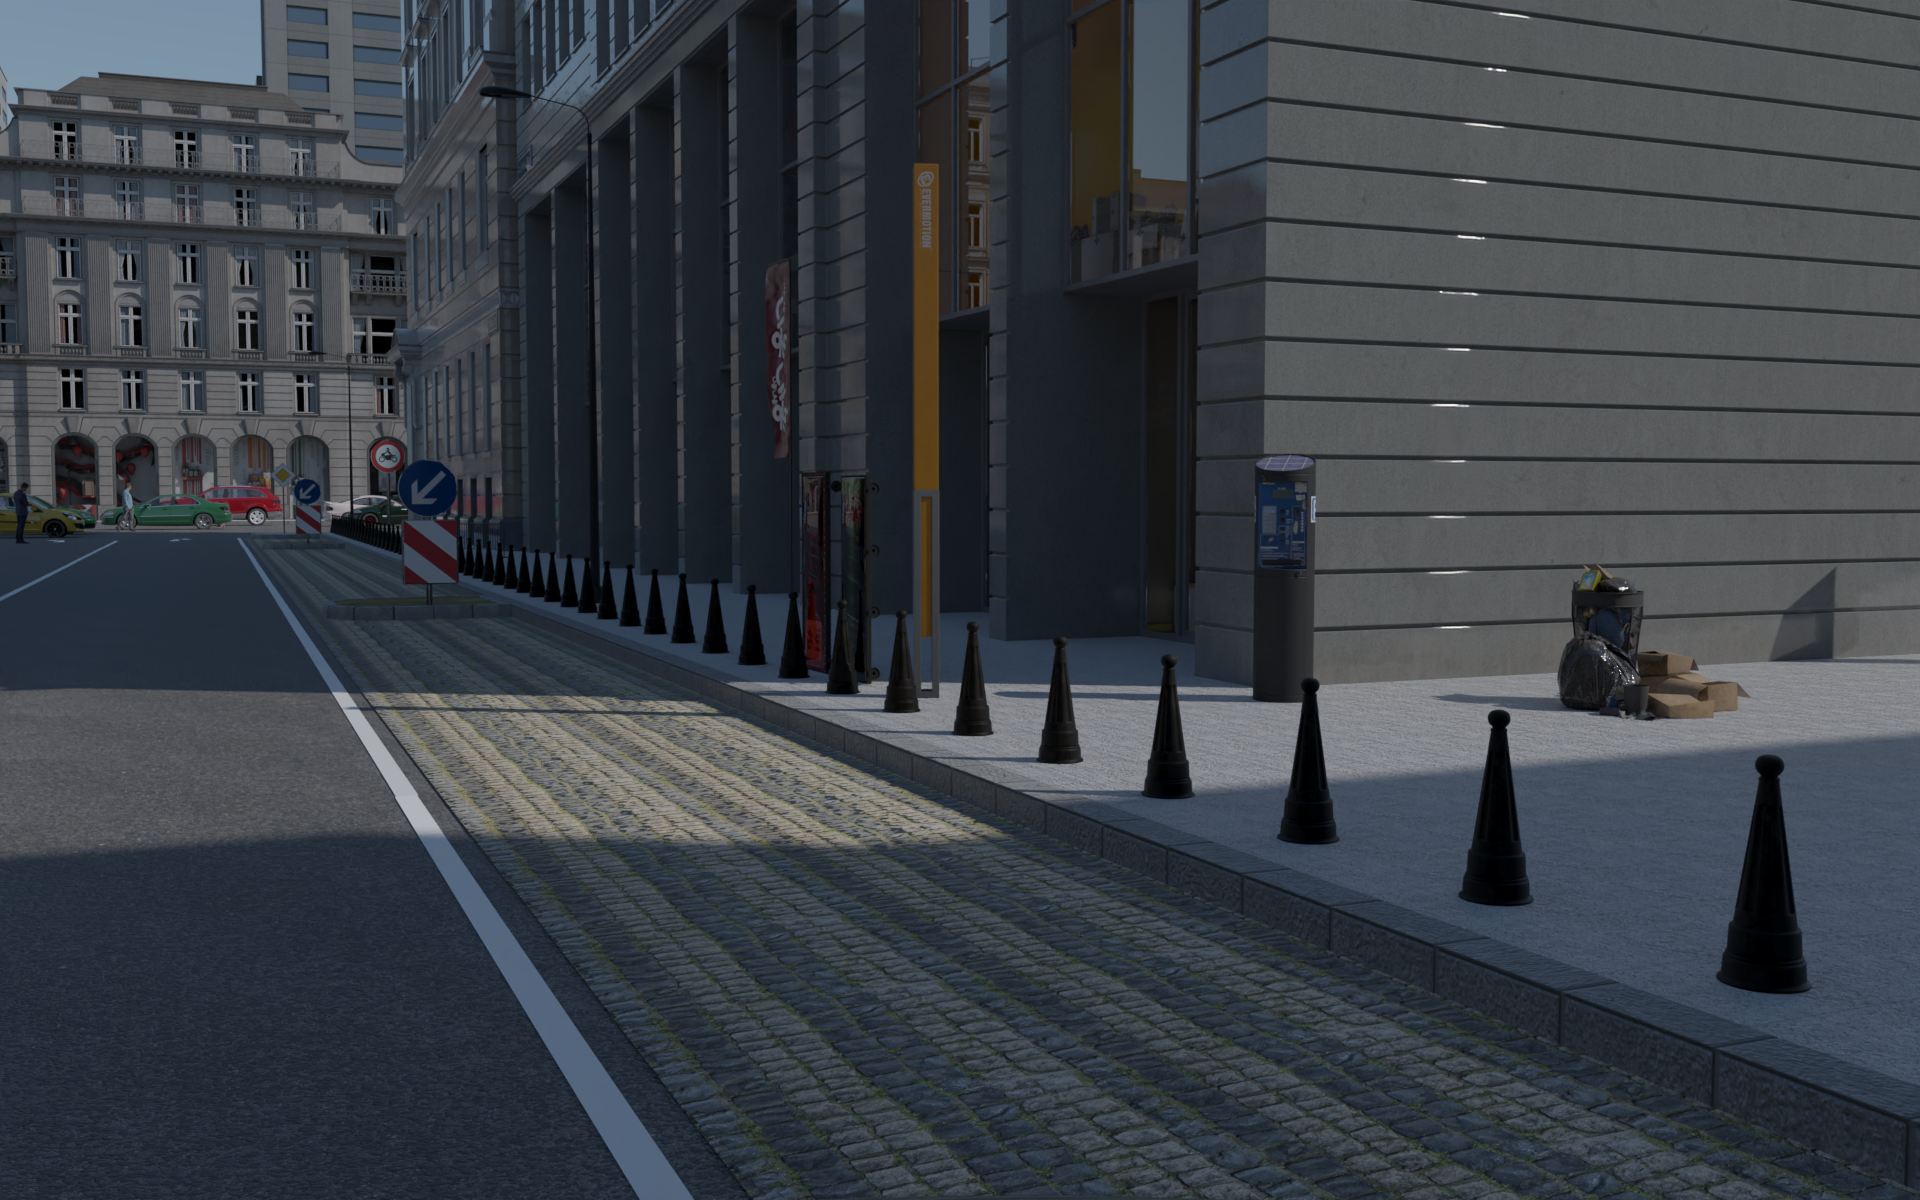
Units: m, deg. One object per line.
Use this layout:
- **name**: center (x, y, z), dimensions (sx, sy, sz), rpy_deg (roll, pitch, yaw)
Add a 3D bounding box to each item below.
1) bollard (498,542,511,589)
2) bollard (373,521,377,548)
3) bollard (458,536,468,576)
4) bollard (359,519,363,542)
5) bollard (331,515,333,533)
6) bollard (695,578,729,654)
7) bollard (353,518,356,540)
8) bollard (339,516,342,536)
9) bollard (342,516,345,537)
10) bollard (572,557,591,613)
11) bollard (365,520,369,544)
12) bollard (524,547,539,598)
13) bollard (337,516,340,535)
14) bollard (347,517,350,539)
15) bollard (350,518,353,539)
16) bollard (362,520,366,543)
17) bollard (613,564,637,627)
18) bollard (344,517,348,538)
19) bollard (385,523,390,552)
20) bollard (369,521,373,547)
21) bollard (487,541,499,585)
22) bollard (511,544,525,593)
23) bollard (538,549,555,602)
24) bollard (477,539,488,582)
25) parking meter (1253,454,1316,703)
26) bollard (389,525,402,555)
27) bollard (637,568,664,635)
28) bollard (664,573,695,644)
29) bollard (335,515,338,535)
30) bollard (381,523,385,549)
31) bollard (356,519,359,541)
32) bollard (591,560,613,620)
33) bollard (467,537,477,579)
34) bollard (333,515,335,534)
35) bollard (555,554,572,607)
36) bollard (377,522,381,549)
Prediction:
- **bollard**: center (-6.076, -0.453, 23.452), dimensions (0.229, 0.601, 0.229), rpy_deg (0, 3, 0)
- **bollard**: center (-13.850, -1.552, 41.415), dimensions (0.229, 0.601, 0.229), rpy_deg (0, 3, 0)
- **bollard**: center (-7.709, -0.684, 27.232), dimensions (0.229, 0.601, 0.229), rpy_deg (0, 3, 0)
- **bollard**: center (-15.494, -1.785, 45.224), dimensions (0.229, 0.601, 0.229), rpy_deg (0, 3, 0)
- **bollard**: center (-20.011, -2.423, 55.649), dimensions (0.229, 0.601, 0.229), rpy_deg (0, 3, 0)
- **bollard**: center (-1.980, 0.125, 13.997), dimensions (0.229, 0.601, 0.229), rpy_deg (0, 3, 0)
- **bollard**: center (-16.319, -1.901, 47.122), dimensions (0.229, 0.601, 0.229), rpy_deg (0, 3, 0)
- **bollard**: center (-18.368, -2.190, 51.855), dimensions (0.229, 0.601, 0.229), rpy_deg (0, 3, 0)
- **bollard**: center (-17.959, -2.133, 50.912), dimensions (0.229, 0.601, 0.229), rpy_deg (0, 3, 0)
- **bollard**: center (-4.030, -0.164, 18.730), dimensions (0.229, 0.601, 0.229), rpy_deg (0, 3, 0)
- **bollard**: center (-14.674, -1.668, 43.321), dimensions (0.229, 0.601, 0.229), rpy_deg (0, 3, 0)
- **bollard**: center (-5.260, -0.338, 21.562), dimensions (0.229, 0.601, 0.229), rpy_deg (0, 3, 0)
- **bollard**: center (-18.776, -2.248, 52.798), dimensions (0.229, 0.601, 0.229), rpy_deg (0, 3, 0)
- **bollard**: center (-17.139, -2.017, 49.015), dimensions (0.229, 0.601, 0.229), rpy_deg (0, 3, 0)
- **bollard**: center (-16.729, -1.959, 48.067), dimensions (0.229, 0.601, 0.229), rpy_deg (0, 3, 0)
- **bollard**: center (-15.083, -1.726, 44.267), dimensions (0.229, 0.601, 0.229), rpy_deg (0, 3, 0)
- **bollard**: center (-3.208, -0.049, 16.836), dimensions (0.229, 0.601, 0.229), rpy_deg (0, 3, 0)
- **bollard**: center (-17.548, -2.074, 49.957), dimensions (0.229, 0.601, 0.229), rpy_deg (0, 3, 0)
- **bollard**: center (-12.619, -1.378, 38.575), dimensions (0.229, 0.601, 0.229), rpy_deg (0, 3, 0)
- **bollard**: center (-14.262, -1.610, 42.364), dimensions (0.229, 0.601, 0.229), rpy_deg (0, 3, 0)
- **bollard**: center (-6.481, -0.511, 24.395), dimensions (0.229, 0.601, 0.229), rpy_deg (0, 3, 0)
- **bollard**: center (-5.664, -0.395, 22.507), dimensions (0.229, 0.601, 0.229), rpy_deg (0, 3, 0)
- **bollard**: center (-4.851, -0.280, 20.621), dimensions (0.229, 0.601, 0.229), rpy_deg (0, 3, 0)
- **bollard**: center (-6.891, -0.569, 25.337), dimensions (0.229, 0.601, 0.229), rpy_deg (0, 3, 0)
- **parking meter**: center (2.016, -0.144, 10.765), dimensions (0.372, 1.533, 0.369), rpy_deg (0, 3, 0)
- **bollard**: center (-12.210, -1.320, 37.629), dimensions (0.229, 0.601, 0.229), rpy_deg (0, 3, 0)
- **bollard**: center (-2.797, 0.010, 15.884), dimensions (0.229, 0.601, 0.229), rpy_deg (0, 3, 0)
- **bollard**: center (-2.389, 0.067, 14.939), dimensions (0.229, 0.601, 0.229), rpy_deg (0, 3, 0)
- **bollard**: center (-19.186, -2.307, 53.753), dimensions (0.229, 0.601, 0.229), rpy_deg (0, 3, 0)
- **bollard**: center (-13.030, -1.436, 39.522), dimensions (0.229, 0.601, 0.229), rpy_deg (0, 3, 0)
- **bollard**: center (-15.910, -1.843, 46.181), dimensions (0.229, 0.601, 0.229), rpy_deg (0, 3, 0)
- **bollard**: center (-3.621, -0.106, 17.782), dimensions (0.229, 0.601, 0.229), rpy_deg (0, 3, 0)
- **bollard**: center (-7.300, -0.627, 26.290), dimensions (0.229, 0.601, 0.229), rpy_deg (0, 3, 0)
- **bollard**: center (-19.603, -2.365, 54.707), dimensions (0.229, 0.601, 0.229), rpy_deg (0, 3, 0)
- **bollard**: center (-4.437, -0.223, 19.681), dimensions (0.229, 0.601, 0.229), rpy_deg (0, 3, 0)
- **bollard**: center (-13.439, -1.494, 40.467), dimensions (0.229, 0.601, 0.229), rpy_deg (0, 3, 0)
